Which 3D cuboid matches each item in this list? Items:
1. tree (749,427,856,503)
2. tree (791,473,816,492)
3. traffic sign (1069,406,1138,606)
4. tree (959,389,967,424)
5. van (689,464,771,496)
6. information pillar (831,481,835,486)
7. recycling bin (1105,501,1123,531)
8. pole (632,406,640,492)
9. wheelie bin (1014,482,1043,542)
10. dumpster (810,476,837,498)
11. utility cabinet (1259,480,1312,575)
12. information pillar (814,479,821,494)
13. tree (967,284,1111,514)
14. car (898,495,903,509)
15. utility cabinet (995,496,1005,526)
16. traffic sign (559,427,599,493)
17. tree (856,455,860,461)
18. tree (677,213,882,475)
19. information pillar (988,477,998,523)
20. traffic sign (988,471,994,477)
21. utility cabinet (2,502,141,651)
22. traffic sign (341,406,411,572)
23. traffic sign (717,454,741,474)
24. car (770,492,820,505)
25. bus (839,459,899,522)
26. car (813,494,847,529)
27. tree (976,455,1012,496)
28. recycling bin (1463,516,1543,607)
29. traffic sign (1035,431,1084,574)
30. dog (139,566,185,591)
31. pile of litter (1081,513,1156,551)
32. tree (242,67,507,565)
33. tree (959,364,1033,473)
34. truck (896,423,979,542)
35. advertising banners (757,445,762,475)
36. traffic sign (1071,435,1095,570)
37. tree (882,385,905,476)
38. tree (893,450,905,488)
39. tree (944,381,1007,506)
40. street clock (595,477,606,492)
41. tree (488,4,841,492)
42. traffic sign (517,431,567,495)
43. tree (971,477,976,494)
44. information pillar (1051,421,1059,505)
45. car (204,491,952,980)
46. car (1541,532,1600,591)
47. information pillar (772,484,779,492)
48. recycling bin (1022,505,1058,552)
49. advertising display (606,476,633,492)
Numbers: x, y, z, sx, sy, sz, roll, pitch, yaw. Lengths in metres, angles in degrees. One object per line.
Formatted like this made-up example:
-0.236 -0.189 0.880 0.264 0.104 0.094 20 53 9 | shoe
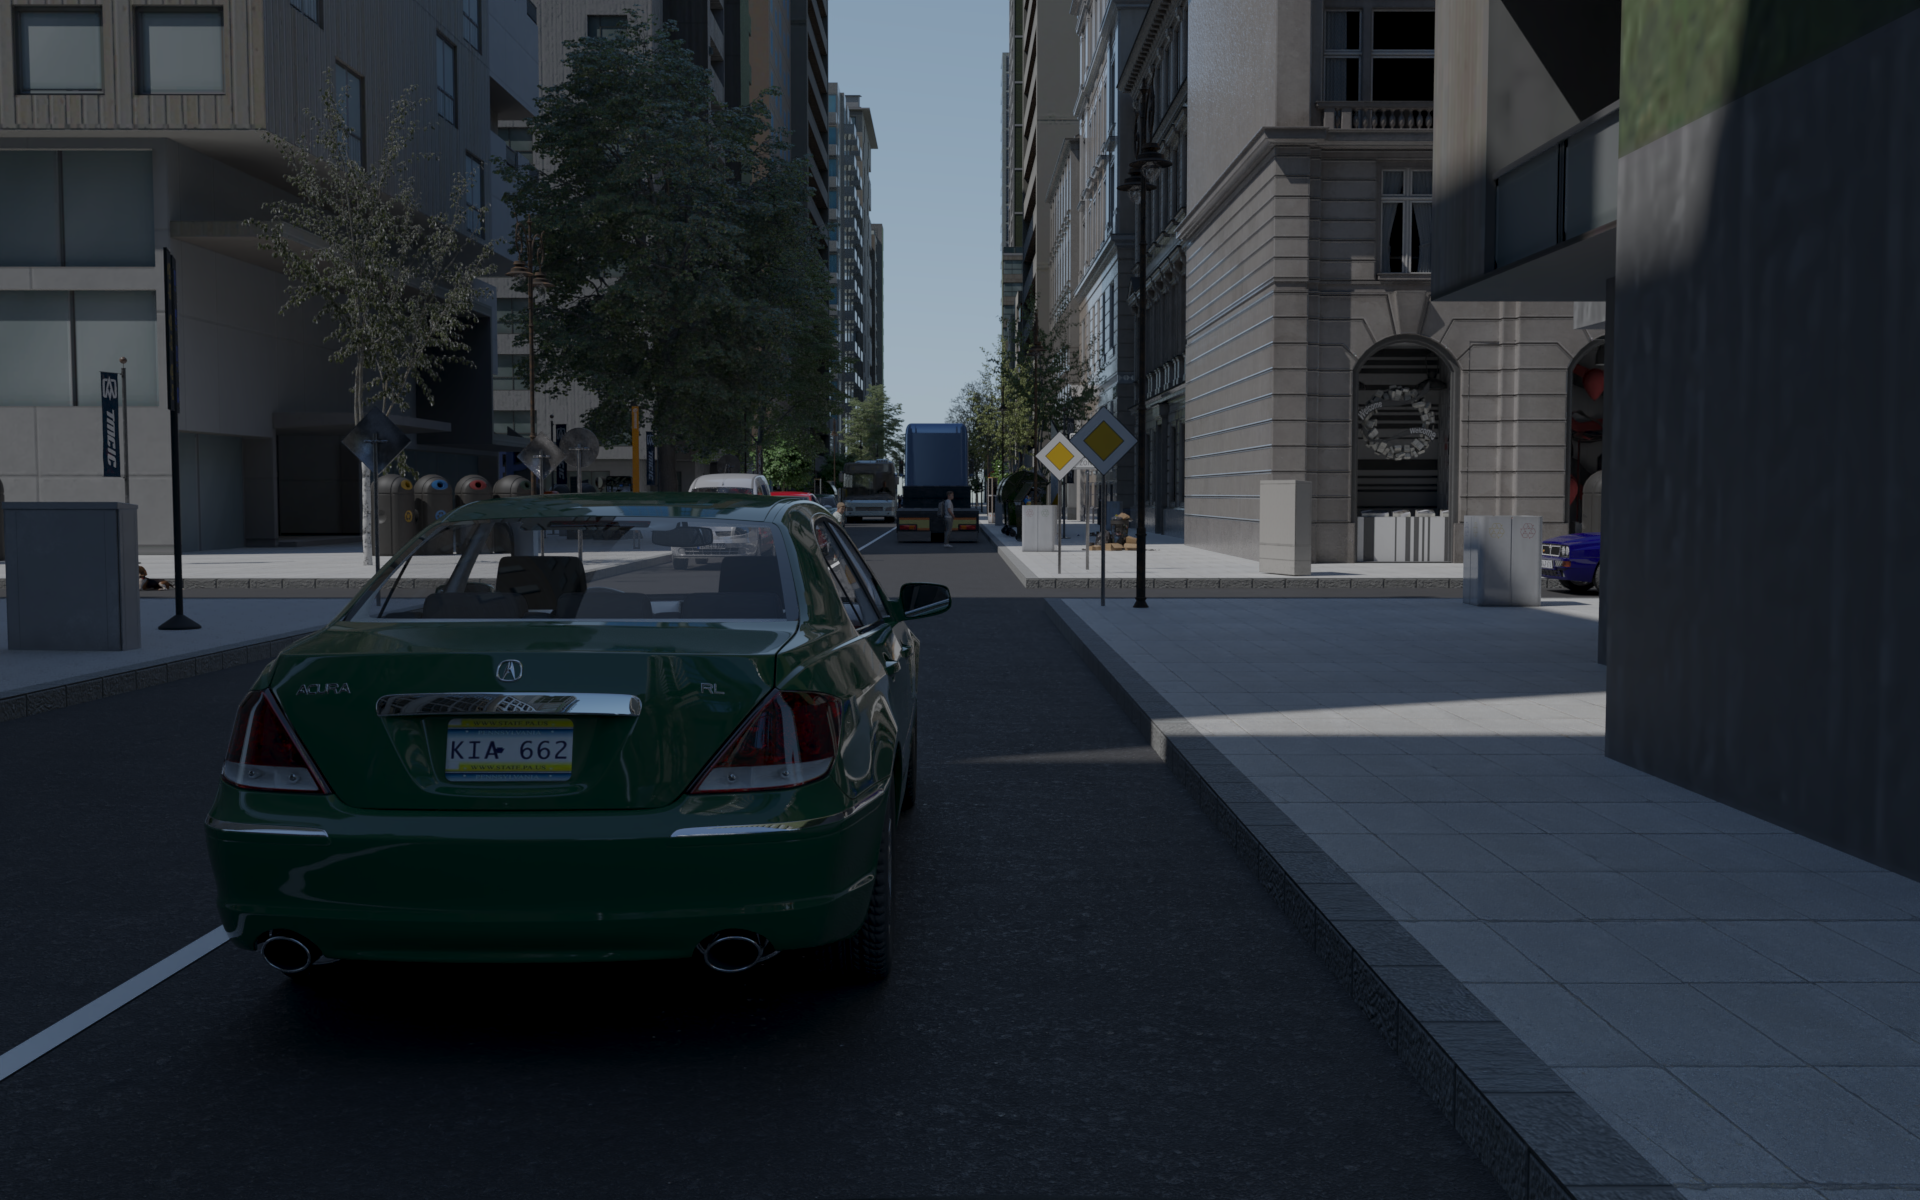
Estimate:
-7.875 -5.775 78.129 4.285 4.588 4.351 0 3 0 | tree
-7.853 -5.596 86.098 1.663 3.219 1.824 0 3 0 | tree
1.636 -0.988 19.799 0.795 2.450 0.064 0 4 0 | traffic sign
2.391 -7.870 79.035 4.737 8.622 4.395 0 3 0 | tree
-4.625 -1.664 34.211 2.013 2.044 4.112 0 4 0 | van
-7.228 -5.660 97.028 0.304 2.012 0.304 3 4 38 | information pillar
5.311 -2.952 60.815 0.722 1.027 0.722 1 4 13 | recycling bin
-7.544 -2.843 40.330 0.158 3.312 0.155 0 3 0 | pole
1.859 -2.380 46.826 0.693 1.594 0.980 -1 4 -15 | wheelie bin
-7.504 -5.616 94.318 1.502 2.255 1.985 0 4 0 | dumpster
5.173 -1.151 27.506 0.318 1.500 1.173 -1 4 -18 | utility cabinet
-6.931 -4.885 84.361 0.304 2.012 0.304 0 4 -1 | information pillar
3.172 -6.807 61.654 4.737 8.622 4.395 0 3 0 | tree
-5.205 -9.663 169.996 2.014 1.417 4.499 0 4 0 | car
1.940 -3.607 70.142 1.020 1.237 0.306 1 4 18 | utility cabinet
-7.278 -2.020 33.129 0.768 2.556 0.104 0 4 1 | traffic sign
-8.031 -8.159 117.107 4.285 4.588 4.351 0 3 0 | tree
-7.727 -9.271 69.711 7.486 12.596 7.792 0 3 0 | tree
1.437 -4.359 75.768 0.304 2.012 0.304 -3 4 -37 | information pillar
1.890 -5.709 93.450 0.768 2.556 0.104 1 4 9 | traffic sign
-7.328 -0.193 14.311 1.020 1.237 0.306 0 4 7 | utility cabinet
-6.658 -0.987 19.778 0.795 2.450 0.064 0 4 0 | traffic sign
-7.420 -3.392 55.573 0.768 2.556 0.104 0 4 3 | traffic sign
-3.983 -1.833 39.018 2.155 1.783 4.494 0 4 1 | car
-4.607 -5.854 90.573 2.948 3.499 13.247 0 4 -2 | bus
-5.016 -2.996 60.784 2.131 1.459 4.920 0 4 -1 | car
1.950 -5.488 84.333 1.663 3.219 1.824 0 3 0 | tree
6.272 -0.458 20.042 0.722 1.027 0.722 0 4 1 | recycling bin
1.596 -1.477 27.784 0.795 2.450 0.064 0 4 0 | traffic sign
-11.958 -0.336 25.691 0.748 0.427 0.550 0 4 -4 | dog
3.668 -1.557 39.428 1.719 0.858 1.176 1 4 23 | pile of litter
-10.422 -4.929 30.958 4.360 8.622 3.978 0 3 0 | tree
2.065 -9.062 98.524 4.360 8.622 3.978 0 3 0 | tree
-0.800 -4.290 59.895 2.967 4.110 18.799 0 4 -1 | truck
-7.313 -3.987 61.382 0.090 3.025 2.074 1 4 10 | advertising banners
2.157 -1.661 29.281 0.606 2.300 0.079 0 4 4 | traffic sign
-8.776 -15.916 178.355 7.486 12.596 7.792 0 3 0 | tree
-8.251 -18.791 257.598 4.737 8.622 4.395 0 3 0 | tree
1.721 -16.940 187.344 12.009 13.543 11.850 0 3 0 | tree
-14.965 -4.137 72.202 0.471 2.002 0.358 3 4 36 | street clock
-7.754 -8.519 45.935 9.857 13.997 8.962 0 3 0 | tree
-6.698 -1.475 27.763 0.795 2.450 0.064 0 4 0 | traffic sign
1.307 -9.194 144.928 1.663 3.219 1.824 0 3 0 | tree
3.027 -3.904 55.182 0.183 3.616 0.504 -2 4 -23 | information pillar
-1.098 0.322 6.540 2.131 1.459 4.920 0 3 0 | car
10.378 -0.758 24.975 3.894 1.354 1.945 0 3 0 | car
-9.628 -5.258 90.463 0.304 2.012 0.304 0 4 4 | information pillar
1.788 -1.600 38.716 0.722 1.027 0.722 1 4 10 | recycling bin
-11.987 -3.411 60.981 0.974 1.923 0.123 1 4 15 | advertising display
